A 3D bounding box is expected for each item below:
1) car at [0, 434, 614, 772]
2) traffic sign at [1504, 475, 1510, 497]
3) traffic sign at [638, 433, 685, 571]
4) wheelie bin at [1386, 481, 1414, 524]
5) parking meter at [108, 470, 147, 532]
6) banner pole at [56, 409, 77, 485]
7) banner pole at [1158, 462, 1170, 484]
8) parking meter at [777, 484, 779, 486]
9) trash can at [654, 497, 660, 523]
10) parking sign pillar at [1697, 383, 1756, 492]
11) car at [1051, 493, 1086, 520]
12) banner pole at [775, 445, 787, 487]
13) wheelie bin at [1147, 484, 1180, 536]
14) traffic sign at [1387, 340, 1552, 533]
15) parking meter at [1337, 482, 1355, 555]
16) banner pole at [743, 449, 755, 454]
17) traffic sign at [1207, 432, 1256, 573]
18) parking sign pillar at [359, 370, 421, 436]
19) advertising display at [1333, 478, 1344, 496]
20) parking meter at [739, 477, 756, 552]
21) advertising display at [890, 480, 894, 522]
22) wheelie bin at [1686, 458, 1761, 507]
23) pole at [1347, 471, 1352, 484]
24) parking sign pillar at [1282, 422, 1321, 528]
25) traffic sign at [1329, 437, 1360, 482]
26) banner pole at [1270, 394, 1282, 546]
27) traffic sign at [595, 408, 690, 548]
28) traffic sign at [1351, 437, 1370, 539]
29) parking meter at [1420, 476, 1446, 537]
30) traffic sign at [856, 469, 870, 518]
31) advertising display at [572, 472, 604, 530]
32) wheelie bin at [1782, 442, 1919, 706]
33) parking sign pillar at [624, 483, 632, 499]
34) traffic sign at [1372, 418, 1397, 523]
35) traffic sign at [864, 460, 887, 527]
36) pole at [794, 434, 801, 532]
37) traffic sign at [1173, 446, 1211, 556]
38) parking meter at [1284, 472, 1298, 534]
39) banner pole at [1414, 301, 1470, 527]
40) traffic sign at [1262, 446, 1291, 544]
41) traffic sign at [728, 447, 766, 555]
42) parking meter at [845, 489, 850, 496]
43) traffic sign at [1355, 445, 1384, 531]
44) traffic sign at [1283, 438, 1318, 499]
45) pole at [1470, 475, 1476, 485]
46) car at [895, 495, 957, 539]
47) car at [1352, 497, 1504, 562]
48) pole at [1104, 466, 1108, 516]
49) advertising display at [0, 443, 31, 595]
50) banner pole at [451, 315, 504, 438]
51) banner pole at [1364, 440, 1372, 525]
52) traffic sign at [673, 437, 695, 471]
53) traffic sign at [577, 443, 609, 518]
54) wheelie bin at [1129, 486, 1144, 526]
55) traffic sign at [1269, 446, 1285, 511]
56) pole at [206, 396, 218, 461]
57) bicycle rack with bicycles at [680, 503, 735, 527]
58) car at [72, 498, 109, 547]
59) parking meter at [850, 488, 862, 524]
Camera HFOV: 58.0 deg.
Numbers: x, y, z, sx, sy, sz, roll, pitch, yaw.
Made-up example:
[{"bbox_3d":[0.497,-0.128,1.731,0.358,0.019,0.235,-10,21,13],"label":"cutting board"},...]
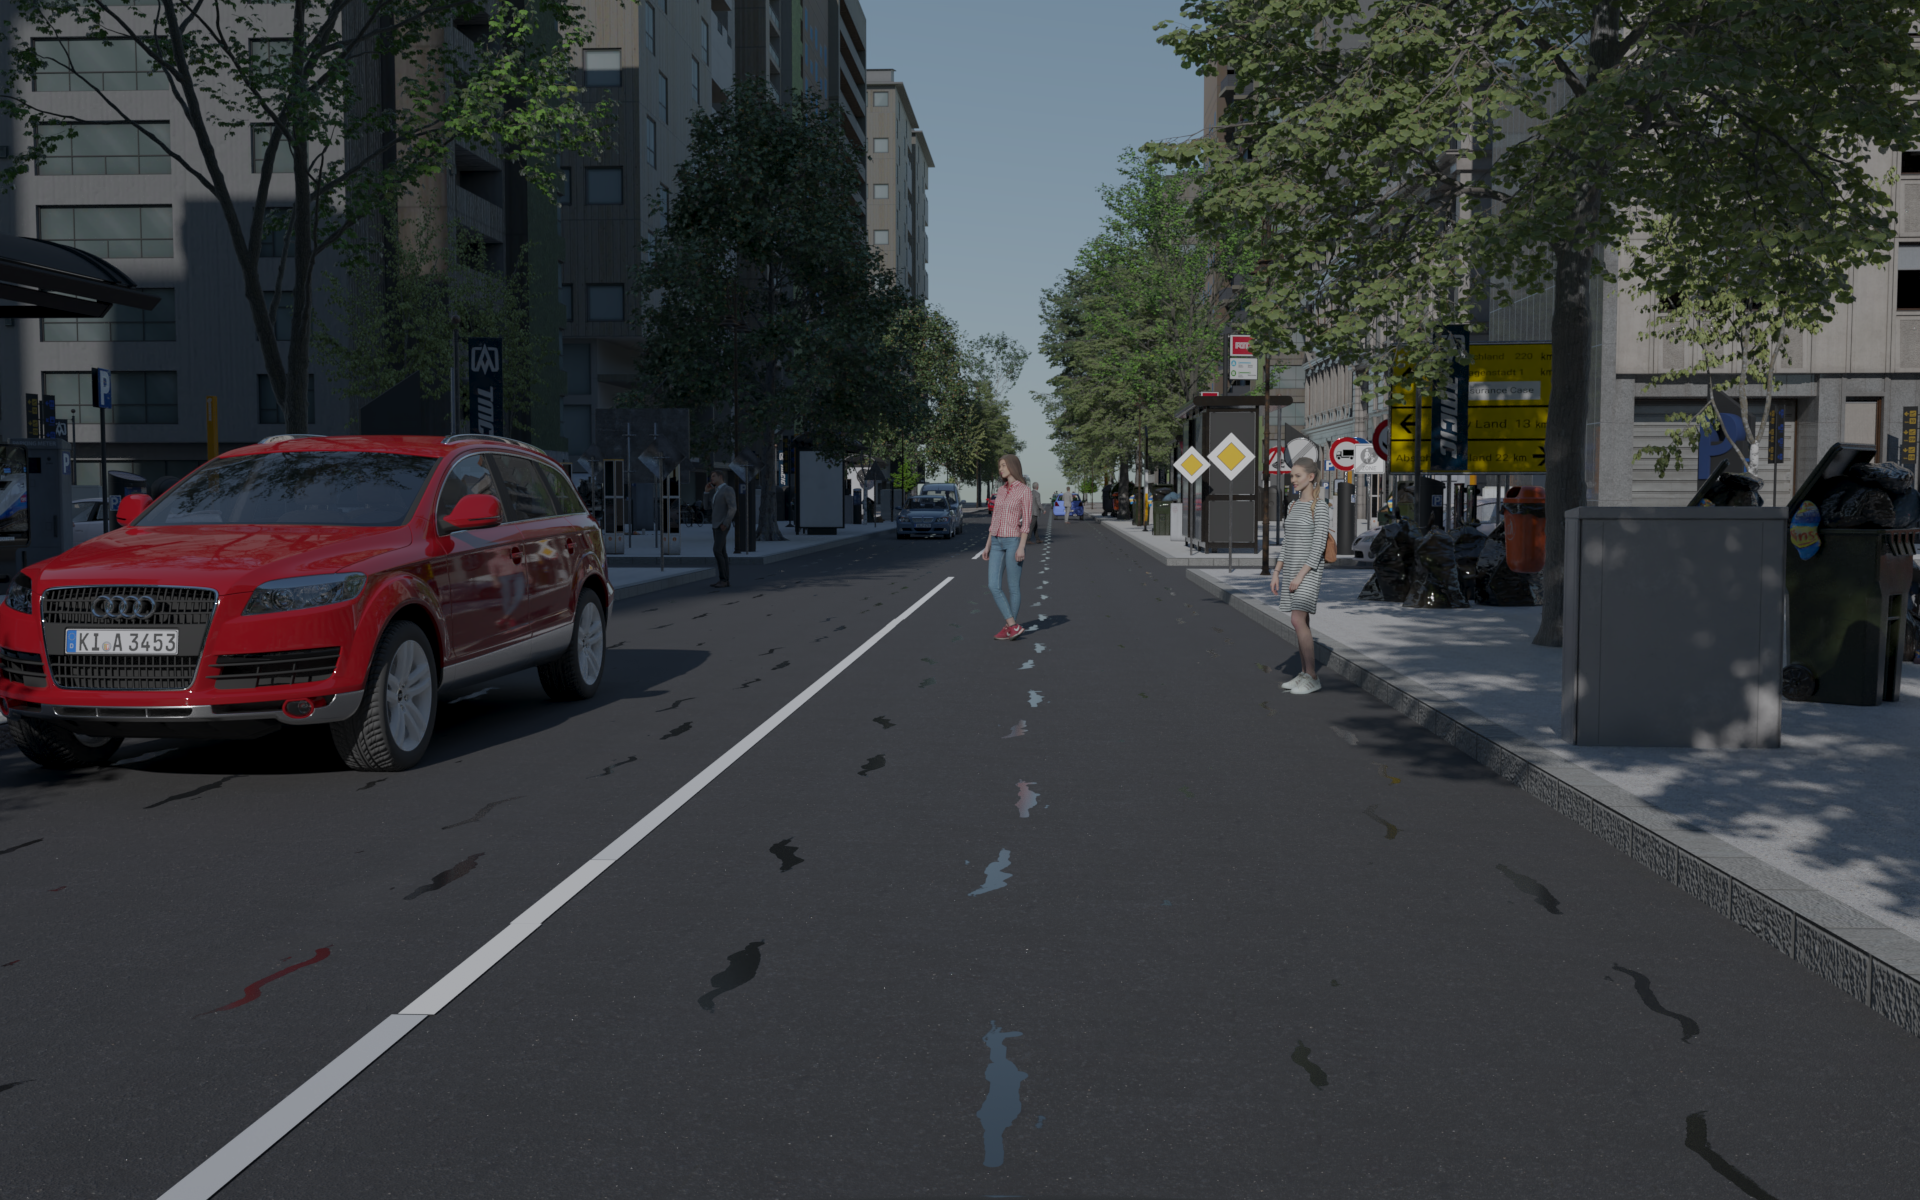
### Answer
[{"bbox_3d":[-3.704,-0.124,10.699,2.281,1.827,5.304,0,4,5],"label":"car"},{"bbox_3d":[8.334,-1.607,26.388,0.768,2.556,0.104,0,4,6],"label":"traffic sign"},{"bbox_3d":[-4.935,-1.530,28.653,0.795,2.450,0.064,0,4,3],"label":"traffic sign"},{"bbox_3d":[10.490,-2.008,40.732,0.980,1.594,0.693,-3,5,-41],"label":"wheelie bin"},{"bbox_3d":[-8.828,-0.611,18.402,0.372,1.533,0.369,0,3,0],"label":"parking meter"},{"bbox_3d":[-26.222,-3.720,50.839,0.863,3.779,0.401,-3,5,-45],"label":"banner pole"},{"bbox_3d":[10.984,-6.276,92.625,0.863,3.779,0.401,1,4,16],"label":"banner pole"},{"bbox_3d":[-9.825,-5.351,93.198,0.399,1.863,0.255,0,4,-1],"label":"parking meter"},{"bbox_3d":[-13.254,-3.957,76.343,0.748,1.137,0.748,0,3,0],"label":"trash can"},{"bbox_3d":[18.263,-3.232,41.307,1.447,3.967,1.447,-2,4,-26],"label":"parking sign pillar"},{"bbox_3d":[6.065,-5.330,96.744,1.945,1.707,3.694,0,4,3],"label":"car"},{"bbox_3d":[-9.046,-5.942,87.173,0.863,3.779,0.401,1,4,19],"label":"banner pole"},{"bbox_3d":[6.293,-2.792,53.558,0.980,1.594,0.693,0,4,6],"label":"wheelie bin"},{"bbox_3d":[6.886,-1.793,23.189,2.265,3.308,0.079,1,4,11],"label":"traffic sign"},{"bbox_3d":[8.124,-1.715,36.450,0.372,1.533,0.369,0,3,0],"label":"parking meter"},{"bbox_3d":[-10.785,-6.003,88.174,0.863,3.779,0.401,1,4,15],"label":"banner pole"},{"bbox_3d":[4.395,-1.498,28.133,0.795,2.450,0.064,0,4,3],"label":"traffic sign"},{"bbox_3d":[-12.344,-2.994,37.430,1.447,3.967,1.447,-3,4,-36],"label":"parking sign pillar"},{"bbox_3d":[17.588,-4.588,80.228,0.123,1.923,0.974,3,5,44],"label":"advertising display"},{"bbox_3d":[-4.757,-2.003,38.455,0.399,1.863,0.255,1,4,20],"label":"parking meter"},{"bbox_3d":[-3.147,-4.579,80.081,0.123,1.923,0.974,0,4,-5],"label":"advertising display"},{"bbox_3d":[6.880,-0.473,15.643,0.693,1.594,0.980,1,4,22],"label":"wheelie bin"},{"bbox_3d":[15.165,-4.501,67.442,0.158,3.312,0.155,0,3,0],"label":"pole"},{"bbox_3d":[12.874,-4.687,65.108,1.447,3.967,1.447,0,4,-1],"label":"parking sign pillar"},{"bbox_3d":[8.601,-2.357,38.636,0.768,2.556,0.104,0,4,6],"label":"traffic sign"},{"bbox_3d":[8.016,-3.269,43.470,0.401,3.779,0.863,1,4,16],"label":"banner pole"},{"bbox_3d":[-7.547,-2.893,41.170,2.265,3.308,0.079,0,4,4],"label":"traffic sign"},{"bbox_3d":[8.904,-2.376,38.960,0.768,2.556,0.104,1,4,12],"label":"traffic sign"},{"bbox_3d":[6.737,-1.000,24.753,0.372,1.533,0.369,0,3,0],"label":"parking meter"},{"bbox_3d":[-4.815,-5.301,86.777,0.768,2.556,0.104,0,4,6],"label":"traffic sign"},{"bbox_3d":[-10.983,-2.793,50.880,0.974,1.923,0.123,0,4,-4],"label":"advertising display"},{"bbox_3d":[5.531,-0.174,10.749,0.980,1.594,0.693,-3,5,-43],"label":"wheelie bin"},{"bbox_3d":[-14.451,-5.255,74.393,1.447,3.967,1.447,1,4,13],"label":"parking sign pillar"},{"bbox_3d":[7.199,-1.748,28.679,0.768,2.556,0.104,1,4,11],"label":"traffic sign"},{"bbox_3d":[-3.252,-4.064,66.454,0.884,2.594,0.081,0,4,8],"label":"traffic sign"},{"bbox_3d":[-5.520,-3.974,58.812,0.158,3.312,0.155,0,3,0],"label":"pole"},{"bbox_3d":[4.824,-1.986,36.107,0.795,2.450,0.064,0,4,3],"label":"traffic sign"},{"bbox_3d":[8.094,-2.227,42.117,0.399,1.863,0.255,-1,4,-23],"label":"parking meter"},{"bbox_3d":[6.202,-1.990,22.551,0.863,3.779,0.401,1,4,16],"label":"banner pole"},{"bbox_3d":[8.220,-2.729,44.615,0.884,2.594,0.081,0,4,8],"label":"traffic sign"},{"bbox_3d":[-4.506,-2.017,36.627,0.795,2.450,0.064,0,4,3],"label":"traffic sign"},{"bbox_3d":[-5.153,-4.329,79.196,0.372,1.533,0.369,0,3,0],"label":"parking meter"},{"bbox_3d":[8.337,-2.031,35.329,0.606,2.300,0.079,1,4,13],"label":"traffic sign"},{"bbox_3d":[7.742,-2.405,39.428,0.768,2.556,0.104,1,4,12],"label":"traffic sign"},{"bbox_3d":[15.513,-3.580,52.373,0.158,3.312,0.155,0,3,0],"label":"pole"},{"bbox_3d":[-1.080,-2.716,56.413,2.014,1.417,4.499,0,4,2],"label":"car"},{"bbox_3d":[9.871,-1.247,32.744,4.827,1.381,2.083,0,4,4],"label":"car"},{"bbox_3d":[8.526,-6.563,101.146,0.158,3.312,0.155,0,3,0],"label":"pole"},{"bbox_3d":[-12.184,-1.027,22.005,0.123,1.923,0.974,0,4,7],"label":"advertising display"},{"bbox_3d":[-6.816,-2.100,24.346,0.863,3.779,0.401,-1,4,-12],"label":"banner pole"},{"bbox_3d":[16.876,-4.958,71.085,0.863,3.779,0.401,-2,4,-35],"label":"banner pole"},{"bbox_3d":[-6.468,-2.420,39.566,0.884,2.594,0.081,1,4,13],"label":"traffic sign"},{"bbox_3d":[-8.250,-2.312,38.981,0.795,2.450,0.064,1,4,12],"label":"traffic sign"},{"bbox_3d":[7.394,-3.817,70.318,0.980,1.594,0.693,-1,4,-11],"label":"wheelie bin"},{"bbox_3d":[8.459,-2.811,46.061,0.768,2.556,0.104,1,4,10],"label":"traffic sign"},{"bbox_3d":[-15.556,-2.584,36.097,0.158,3.312,0.155,0,3,0],"label":"pole"},{"bbox_3d":[-9.614,-3.282,67.050,2.852,0.926,2.925,1,4,9],"label":"bicycle rack with bicycles"},{"bbox_3d":[-16.774,-1.298,33.588,4.827,1.381,2.083,0,4,4],"label":"car"},{"bbox_3d":[-4.352,-3.978,73.449,0.372,1.533,0.369,0,3,0],"label":"parking meter"}]
